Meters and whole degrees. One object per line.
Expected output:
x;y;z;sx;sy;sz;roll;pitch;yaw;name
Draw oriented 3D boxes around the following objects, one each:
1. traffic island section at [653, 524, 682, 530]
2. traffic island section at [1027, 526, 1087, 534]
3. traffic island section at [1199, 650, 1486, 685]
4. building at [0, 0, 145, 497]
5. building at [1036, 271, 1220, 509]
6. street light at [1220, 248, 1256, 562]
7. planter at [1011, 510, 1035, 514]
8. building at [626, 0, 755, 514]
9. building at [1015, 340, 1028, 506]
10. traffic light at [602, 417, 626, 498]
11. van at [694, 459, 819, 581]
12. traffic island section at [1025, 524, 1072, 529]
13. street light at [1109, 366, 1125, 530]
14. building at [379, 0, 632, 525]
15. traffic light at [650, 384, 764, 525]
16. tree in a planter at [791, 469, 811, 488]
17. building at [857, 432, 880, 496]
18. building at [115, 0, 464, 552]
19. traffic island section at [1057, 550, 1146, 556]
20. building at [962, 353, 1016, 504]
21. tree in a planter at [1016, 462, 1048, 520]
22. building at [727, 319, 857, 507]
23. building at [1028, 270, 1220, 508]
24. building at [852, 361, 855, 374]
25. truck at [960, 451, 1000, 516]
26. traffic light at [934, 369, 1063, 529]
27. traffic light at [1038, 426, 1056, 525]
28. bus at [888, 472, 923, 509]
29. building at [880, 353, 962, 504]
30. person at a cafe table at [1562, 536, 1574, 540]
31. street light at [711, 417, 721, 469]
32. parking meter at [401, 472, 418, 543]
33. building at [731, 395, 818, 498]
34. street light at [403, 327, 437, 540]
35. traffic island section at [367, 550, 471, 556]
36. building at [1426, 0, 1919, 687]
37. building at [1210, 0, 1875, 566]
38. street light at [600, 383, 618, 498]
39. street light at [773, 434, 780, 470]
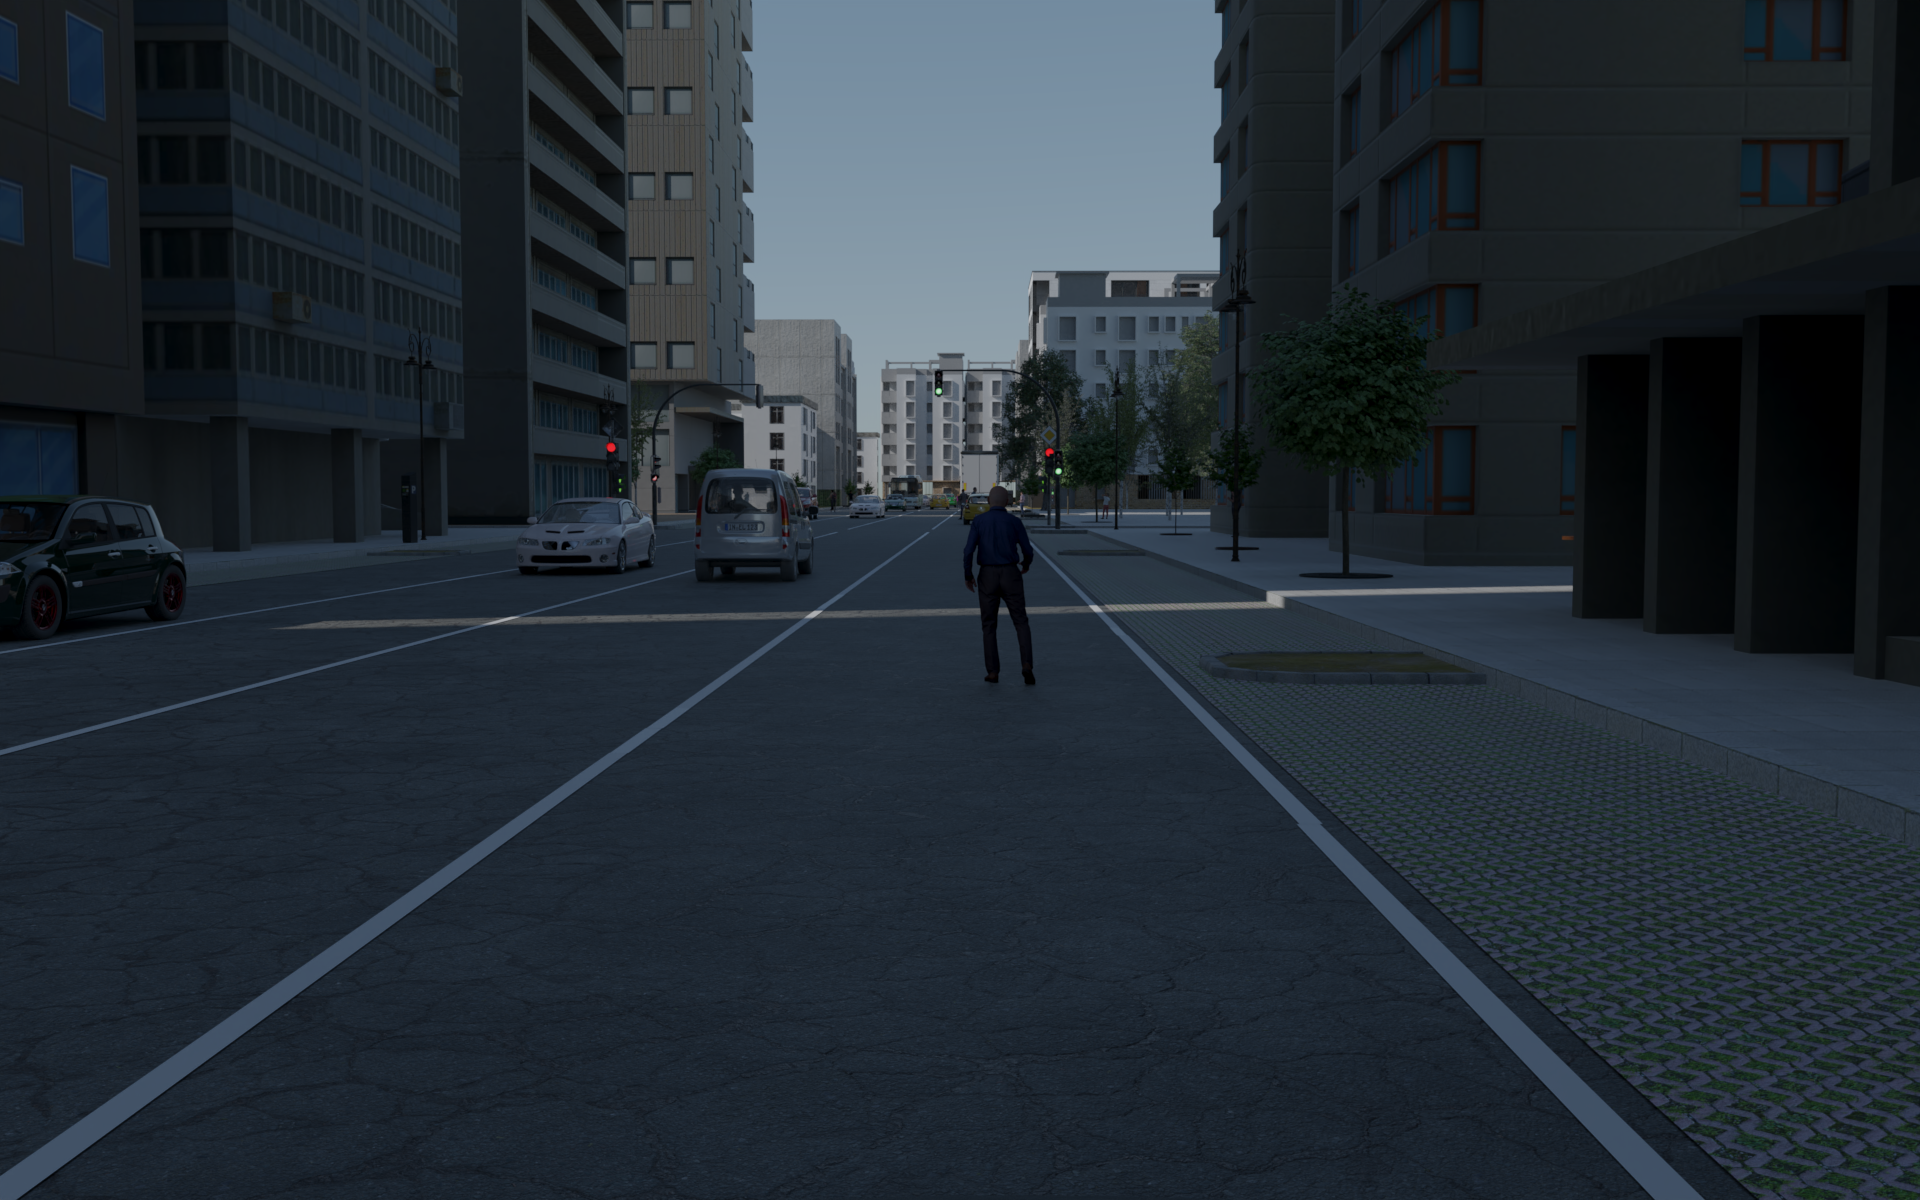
-12.612;-3.009;71.483;2.009;0.180;2.903;0;4;1;traffic island section
3.587;-2.508;63.289;2.009;0.180;2.903;0;4;1;traffic island section
2.966;0.546;13.941;1.991;0.108;1.994;0;4;1;traffic island section
-21.677;-22.806;22.991;14.600;45.320;14.200;0;4;1;building
14.828;-18.130;152.849;16.016;20.091;11.380;0;4;1;building
5.242;-3.670;32.784;0.468;5.910;1.993;0;4;1;street light
4.329;-6.222;122.871;1.991;0.319;1.994;0;4;1;planter
-29.558;-32.710;124.044;28.713;52.752;27.495;0;4;1;building
15.296;-20.820;206.862;16.747;18.905;31.486;0;4;1;building
-12.673;-4.553;63.363;0.839;4.253;0.868;0;4;1;traffic light
-3.489;-1.392;29.777;2.013;2.044;4.112;0;4;1;van
3.688;-2.996;71.273;2.009;0.180;2.903;0;4;1;traffic island section
5.644;-5.480;62.389;0.468;5.910;1.993;0;4;1;street light
-28.294;-27.949;80.673;21.300;48.544;21.600;0;4;1;building
-10.479;-5.914;71.356;4.771;5.953;1.251;0;4;1;traffic light
-11.629;-7.739;123.753;1.991;3.239;1.994;0;4;1;tree in a planter
-25.156;-17.956;235.731;28.070;9.664;9.099;0;4;1;building
-27.086;-21.700;46.678;23.993;40.220;32.217;0;4;1;building
3.304;-1.102;40.882;1.991;0.108;1.994;0;4;1;traffic island section
6.424;-23.330;237.865;11.380;20.091;16.016;0;4;1;building
3.999;-6.032;95.840;1.991;3.239;1.994;0;4;1;tree in a planter
-20.877;-19.859;191.159;16.747;18.905;31.486;0;4;1;building
20.746;-20.228;174.702;27.936;21.610;32.646;0;4;1;building
-18.944;-21.890;214.313;11.380;20.091;16.016;0;4;1;building
1.329;-7.869;117.575;2.839;4.237;11.283;0;4;1;truck
1.454;-5.406;63.060;4.771;5.953;1.251;0;4;1;traffic light
3.648;-5.030;71.160;0.839;4.253;0.868;0;4;1;traffic light
-5.028;-10.388;164.696;2.948;3.499;13.247;0;4;1;bus
-5.019;-23.348;238.155;11.380;20.091;16.016;0;4;1;building
9.022;-0.851;22.426;1.622;1.524;1.698;-1;4;-17;person at a cafe table
-14.250;-7.886;101.730;0.468;5.910;1.993;0;4;1;street light
-14.439;-2.428;45.416;0.255;1.863;0.399;1;4;15;parking meter
-17.752;-13.408;161.367;9.099;9.664;28.070;0;4;1;building
-14.948;-4.606;48.094;0.468;5.910;1.993;0;4;1;street light
-12.675;-1.103;40.894;1.991;0.108;1.994;0;4;1;traffic island section
15.861;-21.375;4.103;22.147;44.769;28.867;0;4;1;building
22.252;-12.192;44.374;27.650;21.520;28.899;0;4;1;building
-14.650;-6.094;72.431;0.468;5.910;1.993;0;4;1;street light
-13.887;-9.678;131.029;0.468;5.910;1.993;0;4;1;street light
